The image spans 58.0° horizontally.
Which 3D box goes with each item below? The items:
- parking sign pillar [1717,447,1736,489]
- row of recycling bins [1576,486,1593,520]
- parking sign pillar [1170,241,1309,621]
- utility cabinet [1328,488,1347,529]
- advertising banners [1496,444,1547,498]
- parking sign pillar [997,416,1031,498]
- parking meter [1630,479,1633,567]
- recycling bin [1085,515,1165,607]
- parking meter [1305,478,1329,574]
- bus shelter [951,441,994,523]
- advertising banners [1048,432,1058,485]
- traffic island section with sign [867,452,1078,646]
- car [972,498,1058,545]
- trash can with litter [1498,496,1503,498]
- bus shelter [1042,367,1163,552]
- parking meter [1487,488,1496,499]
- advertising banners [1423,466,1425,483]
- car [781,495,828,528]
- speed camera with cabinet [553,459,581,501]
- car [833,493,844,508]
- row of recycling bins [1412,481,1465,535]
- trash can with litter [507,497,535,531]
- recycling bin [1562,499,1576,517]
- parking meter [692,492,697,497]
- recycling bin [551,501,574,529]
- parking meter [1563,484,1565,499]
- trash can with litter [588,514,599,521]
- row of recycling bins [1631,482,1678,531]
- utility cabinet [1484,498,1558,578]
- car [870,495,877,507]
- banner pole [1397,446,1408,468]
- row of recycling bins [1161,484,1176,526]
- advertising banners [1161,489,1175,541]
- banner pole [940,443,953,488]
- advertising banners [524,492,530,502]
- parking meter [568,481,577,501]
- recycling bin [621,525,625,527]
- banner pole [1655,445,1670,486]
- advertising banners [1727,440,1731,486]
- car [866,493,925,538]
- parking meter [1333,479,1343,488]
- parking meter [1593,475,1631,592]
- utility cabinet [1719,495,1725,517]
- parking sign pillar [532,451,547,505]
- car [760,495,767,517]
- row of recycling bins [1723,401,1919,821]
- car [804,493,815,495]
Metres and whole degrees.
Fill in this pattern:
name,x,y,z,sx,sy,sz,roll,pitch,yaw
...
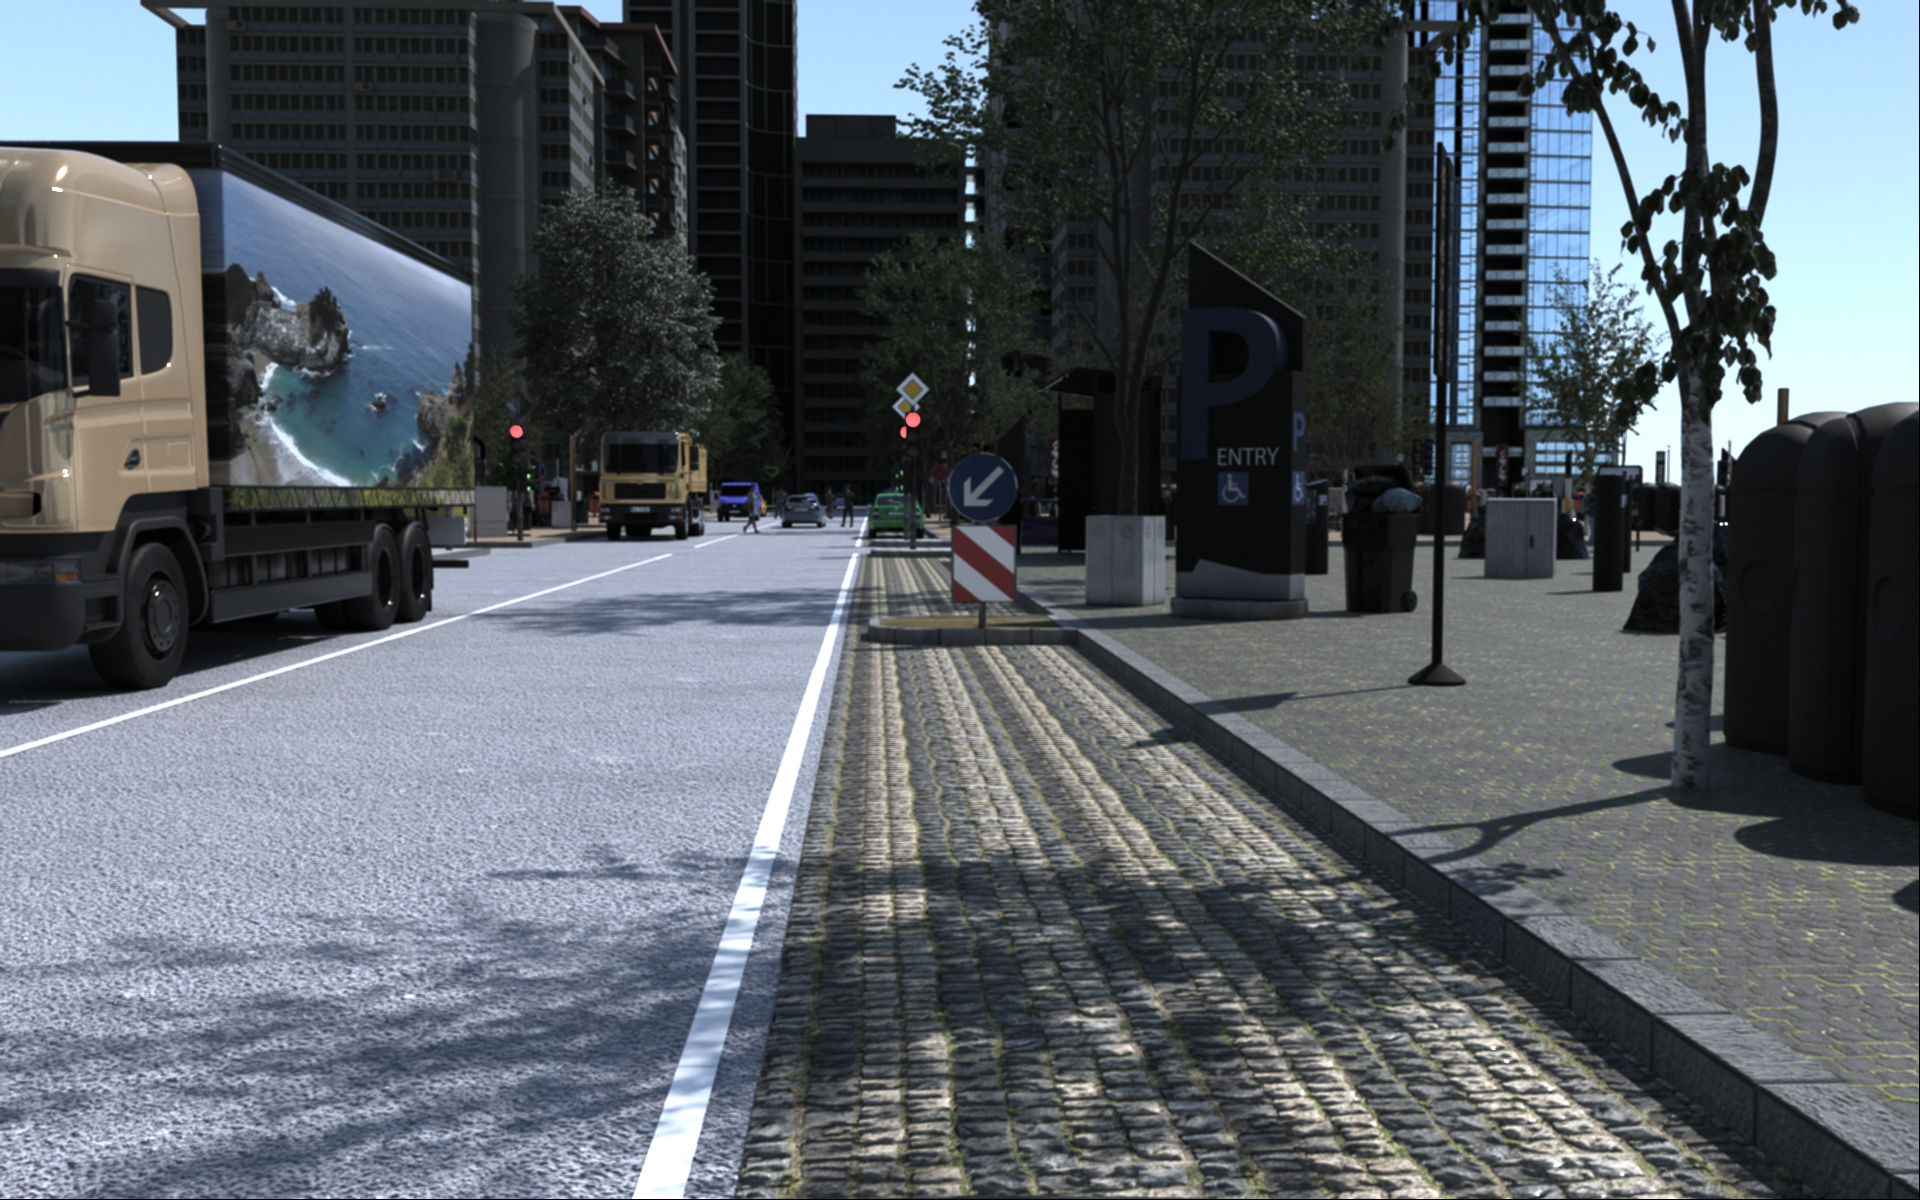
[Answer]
name,x,y,z,sx,sy,sz,roll,pitch,yaw
parking sign pillar,44.073,-6.788,99.460,1.447,3.967,1.447,-1,4,-16
row of recycling bins,30.944,-4.687,83.737,1.069,1.692,3.534,-1,4,-11
parking sign pillar,2.944,-1.815,18.142,1.447,3.967,1.447,2,4,33
utility cabinet,13.486,-3.291,62.493,1.173,1.500,0.318,2,4,30
advertising banners,19.327,-3.886,59.719,0.090,3.025,2.074,-3,4,-36
parking sign pillar,1.882,-4.399,60.396,1.447,3.967,1.447,-3,5,-41
parking meter,10.798,-1.220,28.363,0.372,1.533,0.369,0,3,0
recycling bin,1.920,-0.460,20.081,0.722,1.027,0.722,2,4,30
parking meter,5.717,-1.183,27.758,0.372,1.533,0.369,0,3,0
bus shelter,0.577,-5.389,79.385,1.731,3.624,6.357,0,4,-3
advertising banners,3.209,-3.198,48.471,0.090,3.025,2.074,-3,5,-42
traffic island section with sign,0.075,-0.526,17.222,1.989,1.847,2.006,0,4,-3
car,2.194,-1.864,43.055,3.894,1.354,1.945,0,4,-2
trash can with litter,26.112,-4.403,83.044,2.233,1.210,1.678,2,4,33
bus shelter,2.815,-2.679,35.093,1.731,3.624,6.357,0,4,-3
parking meter,23.888,-4.248,77.862,0.372,1.533,0.369,0,3,0
advertising banners,28.512,-6.826,107.797,0.090,3.025,2.074,0,4,-8
car,-6.726,-3.837,74.739,2.014,1.417,4.499,0,4,-2
speed camera with cabinet,-22.072,-6.301,97.362,0.660,3.252,2.038,-3,5,-44
car,-11.867,-10.088,174.531,1.945,1.707,3.694,0,4,-2
row of recycling bins,15.381,-2.952,55.380,1.069,1.692,3.534,0,4,2
trash can with litter,-15.543,-3.030,60.934,1.055,1.170,0.624,-3,4,-37
recycling bin,32.143,-4.822,91.391,0.722,1.027,0.722,3,5,44
parking meter,-16.275,-5.970,106.025,0.372,1.533,0.369,0,3,0
recycling bin,-14.558,-3.125,63.645,0.722,1.027,0.722,-2,4,-31
parking meter,42.204,-7.022,120.527,0.255,1.863,0.399,3,4,36
trash can with litter,-16.800,-4.407,83.109,1.678,1.210,2.233,-1,4,-10
row of recycling bins,24.391,-3.257,60.372,1.069,1.692,3.534,-2,4,-30
utility cabinet,8.638,-0.950,26.689,1.020,1.237,0.306,2,4,29
car,-6.594,-8.126,145.442,1.945,1.354,3.894,0,4,-1
banner pole,23.074,-6.132,90.268,0.863,3.779,0.401,-2,4,-24
row of recycling bins,8.193,-3.919,71.192,1.069,1.692,3.534,-1,4,-14
advertising banners,6.426,-3.164,47.918,2.074,3.025,0.090,-1,4,-13
banner pole,-0.590,-5.799,84.833,0.863,3.779,0.401,1,4,20
advertising banners,-21.893,-5.572,87.294,0.090,3.025,2.074,0,4,-3
parking meter,-17.385,-4.402,77.687,0.399,1.863,0.255,0,4,-7
recycling bin,-13.476,-3.401,68.167,0.722,1.027,0.722,1,4,9
banner pole,35.959,-6.026,88.544,0.863,3.779,0.401,0,4,8
advertising banners,25.263,-3.695,56.602,0.090,3.025,2.074,2,4,35
car,-2.110,-2.944,56.937,1.959,1.807,4.718,0,4,-3
parking meter,15.126,-3.891,69.328,0.255,1.863,0.399,-2,4,-34
parking meter,8.590,-0.888,22.931,0.372,1.533,0.369,0,3,0
utility cabinet,33.773,-4.056,77.479,0.306,1.237,1.020,-2,4,-34
parking sign pillar,-26.667,-7.424,109.851,1.447,3.967,1.447,1,4,9
car,-13.013,-5.970,107.828,2.015,1.641,3.980,0,4,-2
row of recycling bins,4.231,-0.015,7.351,1.069,1.692,3.534,0,4,3
car,-16.480,-11.028,189.904,1.945,1.707,3.694,0,4,-3
